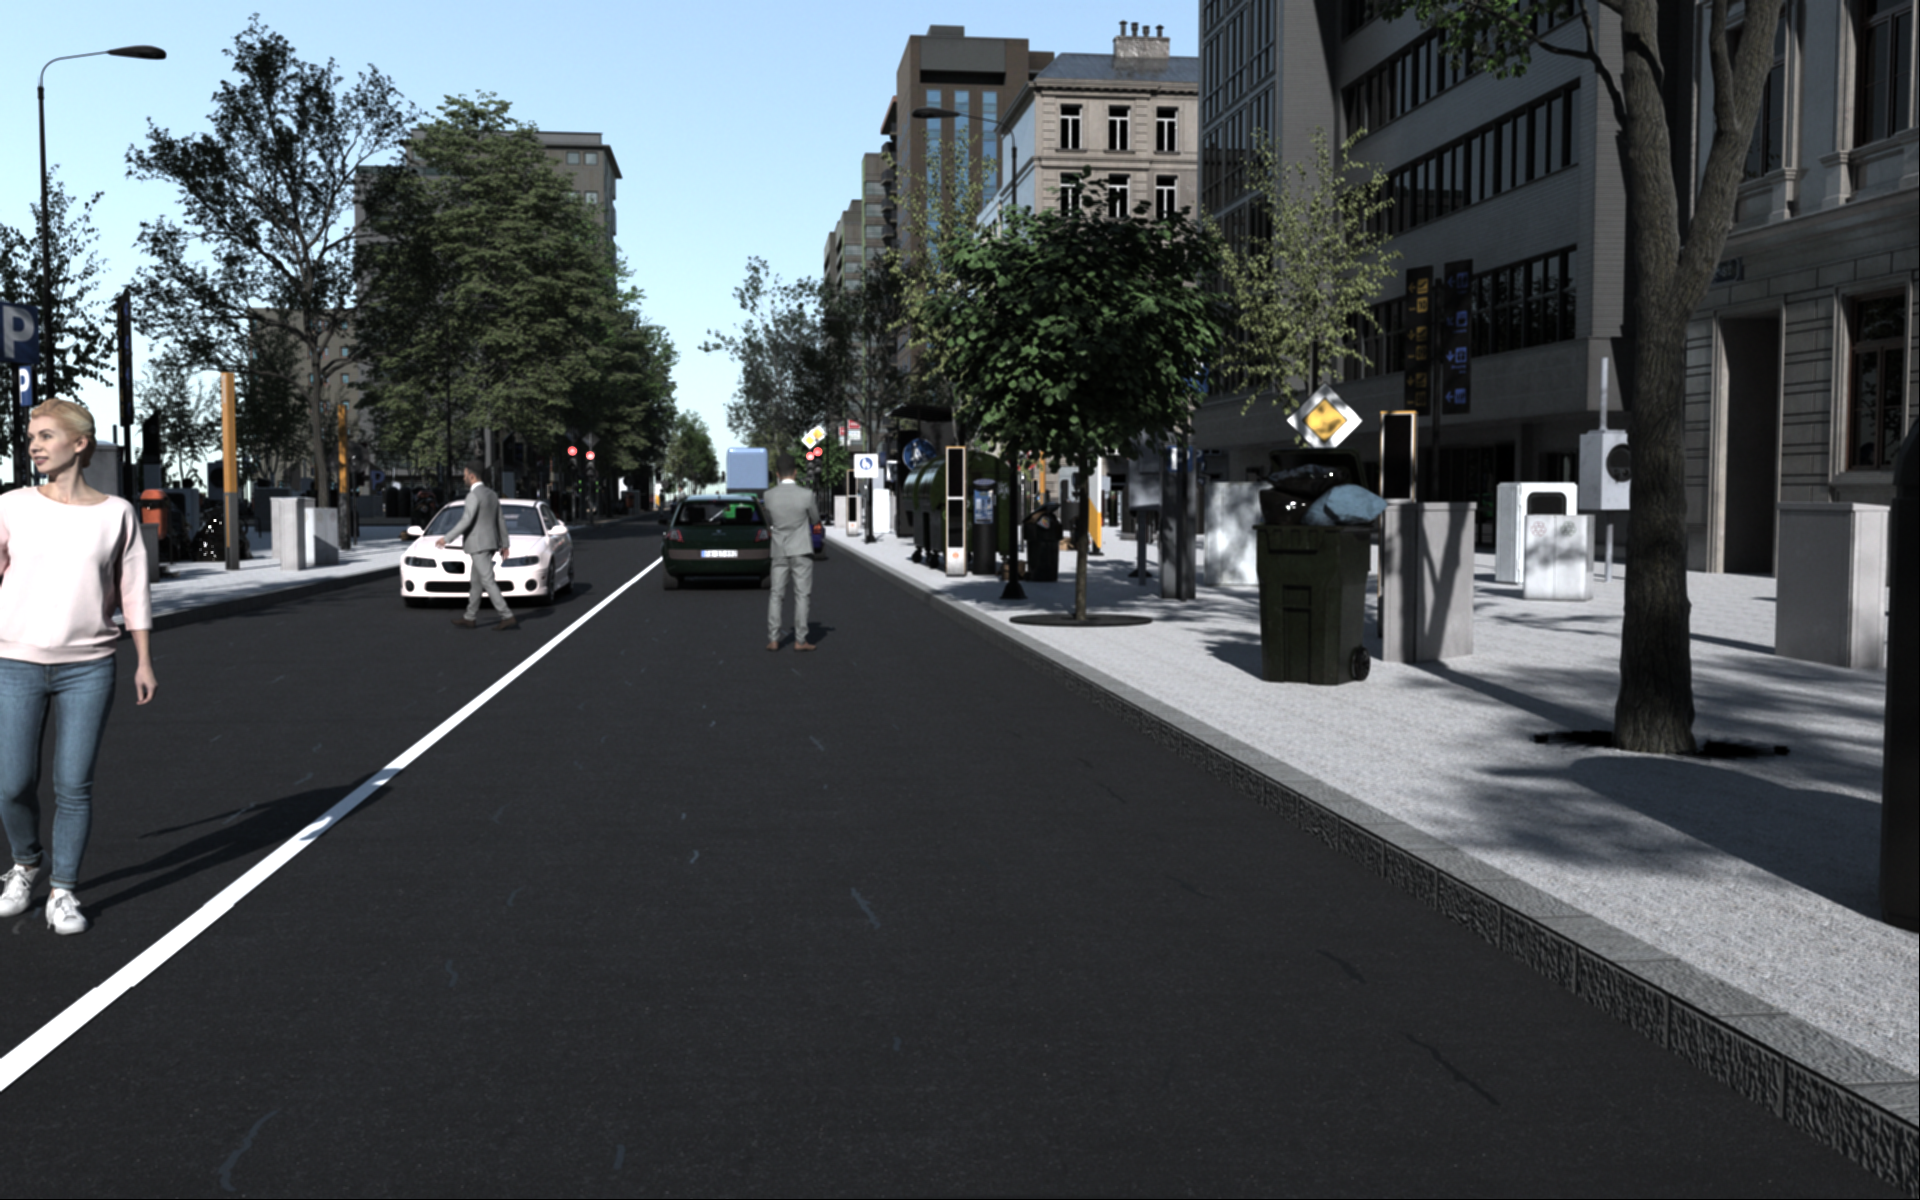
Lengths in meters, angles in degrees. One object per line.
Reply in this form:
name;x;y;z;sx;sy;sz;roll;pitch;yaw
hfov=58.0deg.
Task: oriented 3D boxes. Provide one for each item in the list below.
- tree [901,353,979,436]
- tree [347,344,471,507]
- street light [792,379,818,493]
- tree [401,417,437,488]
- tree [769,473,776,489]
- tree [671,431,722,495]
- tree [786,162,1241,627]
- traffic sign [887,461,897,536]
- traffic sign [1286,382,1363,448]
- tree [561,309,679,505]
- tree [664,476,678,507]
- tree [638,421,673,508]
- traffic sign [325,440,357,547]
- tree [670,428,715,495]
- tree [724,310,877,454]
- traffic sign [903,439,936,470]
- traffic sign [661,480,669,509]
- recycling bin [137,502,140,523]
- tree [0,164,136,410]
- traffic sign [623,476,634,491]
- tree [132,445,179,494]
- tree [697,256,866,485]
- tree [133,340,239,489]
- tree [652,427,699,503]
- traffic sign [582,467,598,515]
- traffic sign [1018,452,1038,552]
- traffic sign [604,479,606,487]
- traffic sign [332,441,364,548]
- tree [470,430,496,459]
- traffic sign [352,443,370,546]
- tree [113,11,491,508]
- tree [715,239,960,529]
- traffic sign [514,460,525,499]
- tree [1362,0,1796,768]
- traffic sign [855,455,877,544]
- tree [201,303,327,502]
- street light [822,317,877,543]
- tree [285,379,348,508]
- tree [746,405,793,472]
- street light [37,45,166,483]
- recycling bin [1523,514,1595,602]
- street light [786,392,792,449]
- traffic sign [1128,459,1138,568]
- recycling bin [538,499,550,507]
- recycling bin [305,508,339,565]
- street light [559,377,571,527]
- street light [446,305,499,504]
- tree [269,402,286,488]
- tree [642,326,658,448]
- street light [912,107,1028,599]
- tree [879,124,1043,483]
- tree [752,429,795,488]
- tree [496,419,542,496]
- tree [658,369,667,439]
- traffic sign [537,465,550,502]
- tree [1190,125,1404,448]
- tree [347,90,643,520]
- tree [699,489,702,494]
tree;-1.042;-8.741;93.271;4.360;8.622;3.978;0;3;0
tree;-25.908;-8.028;81.613;4.360;8.622;3.978;0;3;0
street light;-5.873;-5.946;69.752;1.470;5.913;1.316;0;4;-7
tree;-44.599;-11.840;143.947;4.737;8.622;4.395;0;3;0
tree;-6.707;-6.008;81.945;4.285;4.588;4.351;0;3;0
tree;-44.297;-22.821;290.122;9.611;12.733;9.660;0;3;0
tree;1.152;-2.051;17.243;4.285;4.588;4.351;0;3;0
traffic sign;-1.940;-3.124;53.205;0.606;2.300;0.079;0;4;1
traffic sign;3.749;-1.021;17.885;0.795;2.450;0.064;0;4;1
tree;-22.336;-12.546;111.782;9.857;13.997;8.962;0;3;0
tree;-28.055;-10.520;166.603;1.663;3.219;1.824;0;3;0
tree;-28.555;-12.902;161.307;4.360;8.622;3.978;0;3;0
traffic sign;-15.039;-2.565;41.935;0.884;2.594;0.081;0;4;-3
tree;-38.098;-19.001;245.083;7.601;10.594;8.767;0;4;-8
tree;-10.527;-12.555;115.638;12.009;13.543;11.850;0;3;0
traffic sign;-0.929;-2.432;39.869;0.768;2.556;0.104;0;4;-1
traffic sign;-25.770;-9.244;151.250;0.768;2.556;0.104;0;4;1
recycling bin;-26.954;-2.665;56.134;0.722;1.027;0.722;3;4;36
tree;-20.946;-5.433;39.200;4.737;8.622;4.395;0;3;0
traffic sign;-22.825;-7.291;119.310;0.768;2.556;0.104;0;4;-2
tree;-27.618;-3.919;58.685;1.663;3.219;1.824;0;3;0
tree;-14.082;-17.284;138.481;12.611;20.169;13.585;0;3;0
tree;-37.417;-8.164;83.848;4.360;8.622;3.978;0;3;0
tree;-32.059;-14.700;190.710;4.737;8.622;4.395;0;3;0
traffic sign;-17.113;-4.894;80.125;0.768;2.556;0.104;0;4;-6
traffic sign;1.379;-2.328;38.171;0.768;2.556;0.104;0;4;-4
traffic sign;-27.693;-8.341;136.483;0.768;2.556;0.104;0;4;-6
traffic sign;-14.646;-2.529;41.458;0.768;2.556;0.104;0;4;1
tree;-34.583;-10.338;119.393;4.360;8.622;3.978;0;3;0
traffic sign;-15.021;-2.620;42.948;0.768;2.556;0.104;0;4;-5
tree;-13.040;-6.120;34.468;7.601;10.594;8.767;-1;4;-20
tree;-3.125;-7.893;63.467;7.601;10.594;8.767;2;4;31
traffic sign;-16.746;-3.981;65.200;0.768;2.556;0.104;0;4;0
tree;3.671;-5.058;8.449;9.928;11.665;9.643;0;3;0
traffic sign;-2.406;-2.585;44.393;0.606;2.300;0.079;0;4;-6
tree;-25.798;-6.999;64.791;4.737;8.622;4.395;0;3;0
street light;-2.905;-4.469;45.605;1.470;5.913;1.316;0;4;-7
tree;-39.673;-9.724;109.357;4.360;8.622;3.978;0;3;0
tree;-23.483;-18.389;218.793;7.486;12.596;7.792;0;3;0
street light;-8.924;-2.783;18.037;1.470;5.913;1.316;0;4;-7
recycling bin;7.289;-0.521;21.073;0.722;1.027;0.722;2;4;28
street light;-7.036;-6.503;78.858;1.470;5.913;1.316;0;4;-7
traffic sign;2.944;-1.725;28.305;0.768;2.556;0.104;0;4;2
recycling bin;-21.711;-4.810;91.204;0.722;1.027;0.722;2;4;35
recycling bin;-11.823;-1.159;31.512;0.722;1.027;0.722;1;4;19
street light;-14.993;-5.798;67.341;1.470;5.913;1.316;0;4;-7
street light;-12.034;-4.289;42.662;1.470;5.913;1.316;0;4;-7
tree;-46.224;-10.353;119.641;4.360;8.622;3.978;0;3;0
tree;-18.797;-10.154;84.147;7.486;12.596;7.792;0;3;0
street light;0.119;-2.965;21.017;1.470;5.913;1.316;0;4;-7
tree;0.184;-5.166;34.822;4.737;8.622;4.395;0;3;0
tree;-17.220;-13.036;163.504;4.737;8.622;4.395;0;3;0
tree;-36.990;-11.937;145.531;4.360;8.622;3.978;0;3;0
tree;-20.583;-11.174;100.818;7.486;12.596;7.792;0;3;0
traffic sign;-18.357;-4.640;75.977;0.768;2.556;0.104;0;4;2
tree;6.684;-5.108;33.876;4.737;8.622;4.395;0;3;0
tree;-13.318;-8.024;49.320;7.486;12.596;7.792;0;3;0
tree;-44.808;-21.337;299.225;4.737;8.622;4.395;0;3;0
